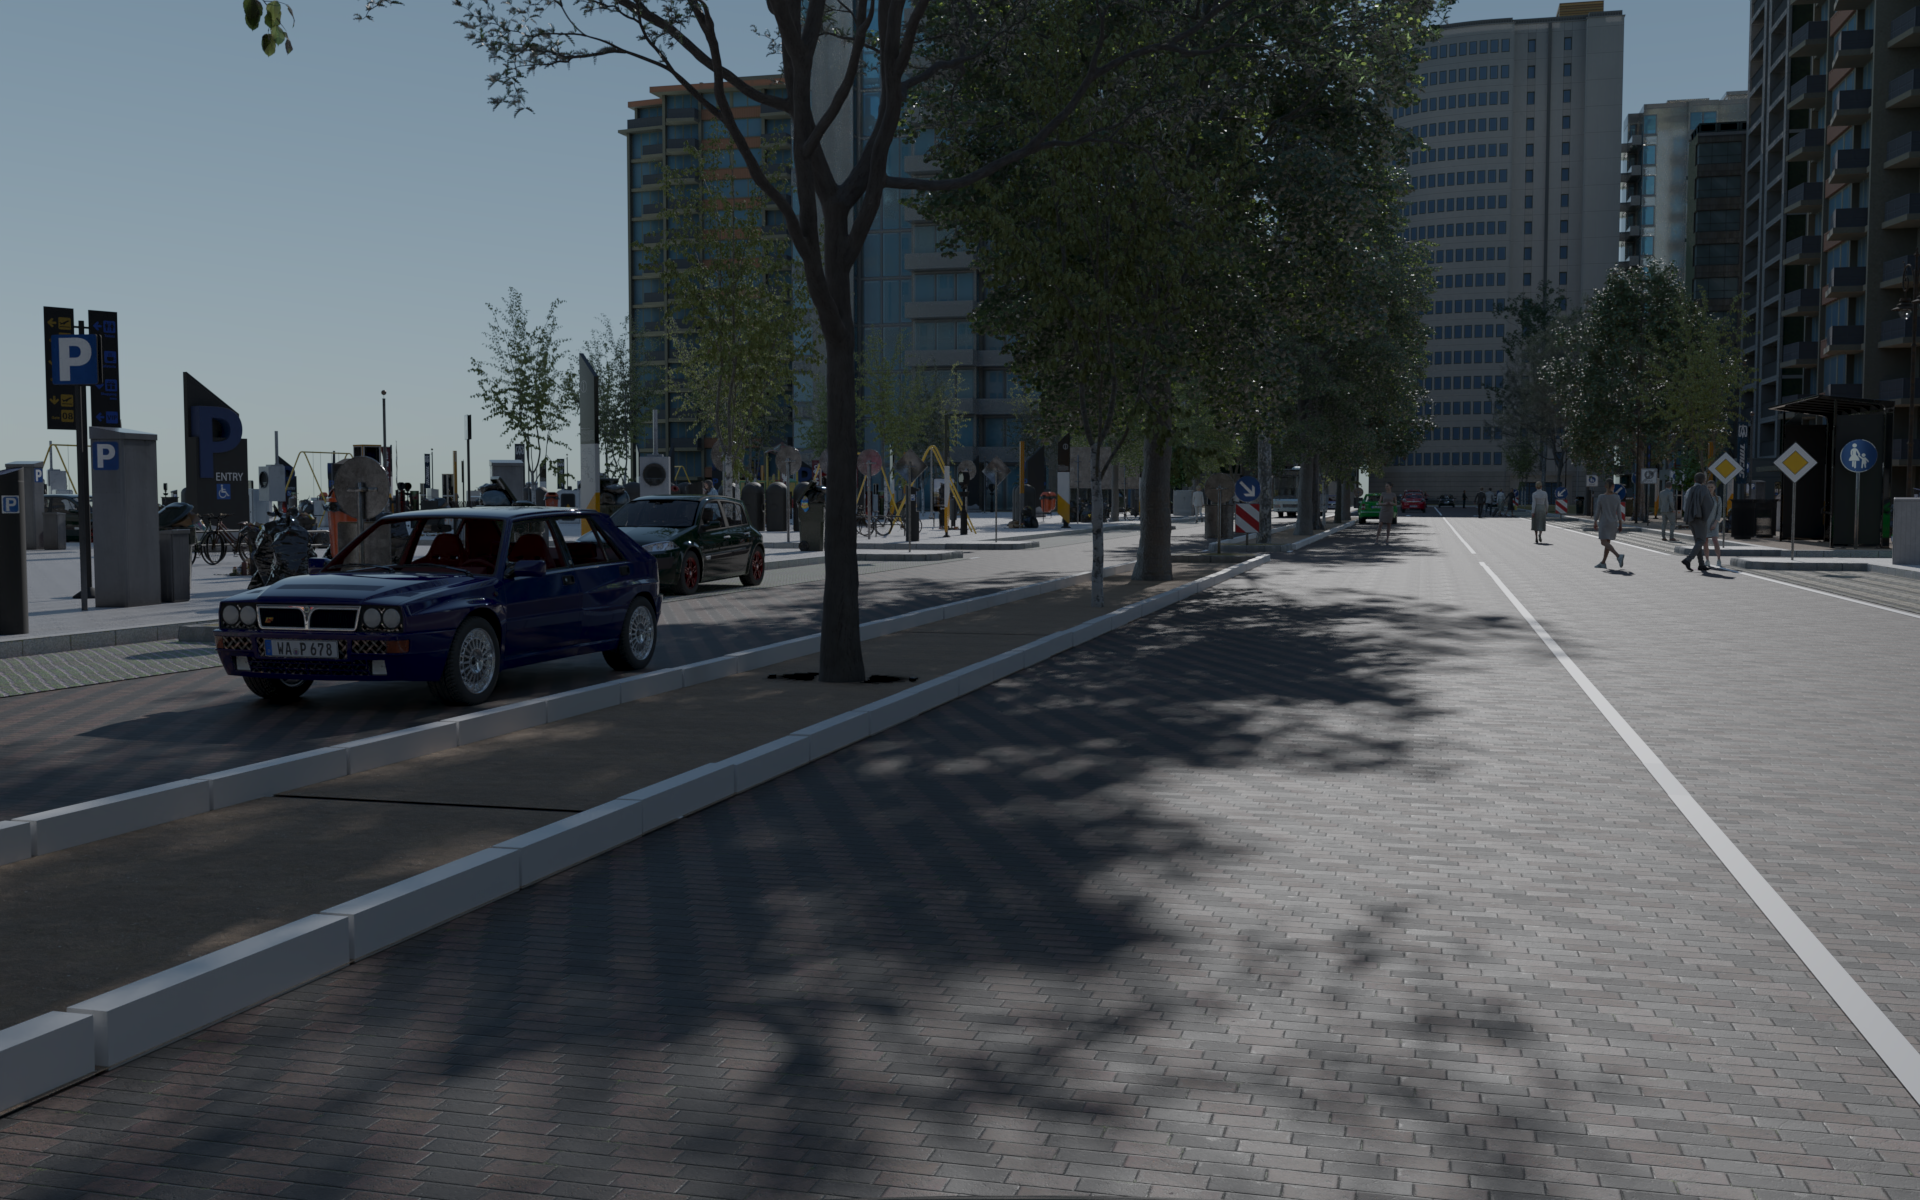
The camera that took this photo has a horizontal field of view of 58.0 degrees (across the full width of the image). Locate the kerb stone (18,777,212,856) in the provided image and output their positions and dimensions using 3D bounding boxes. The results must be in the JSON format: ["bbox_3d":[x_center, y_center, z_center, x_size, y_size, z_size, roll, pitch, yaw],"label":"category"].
[{"bbox_3d":[-3.555,0.911,7.302,0.120,0.150,1.000,1,4,15],"label":"kerb stone"}]

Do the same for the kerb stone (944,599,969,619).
[{"bbox_3d":[-0.104,0.124,20.174,0.120,0.150,1.000,1,4,15],"label":"kerb stone"}]

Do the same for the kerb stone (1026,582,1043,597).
[{"bbox_3d":[0.951,-0.119,24.136,0.120,0.150,1.000,1,4,15],"label":"kerb stone"}]

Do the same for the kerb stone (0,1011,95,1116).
[{"bbox_3d":[-2.322,1.125,3.803,0.120,0.150,1.000,1,4,15],"label":"kerb stone"}]

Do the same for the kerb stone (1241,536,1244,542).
[{"bbox_3d":[8.249,-1.787,51.406,0.120,0.150,1.000,1,4,15],"label":"kerb stone"}]

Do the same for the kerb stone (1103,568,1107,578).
[{"bbox_3d":[2.275,-0.417,29.092,0.120,0.150,1.000,1,4,15],"label":"kerb stone"}]

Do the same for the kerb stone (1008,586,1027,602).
[{"bbox_3d":[0.687,-0.058,23.143,0.120,0.150,1.000,1,4,15],"label":"kerb stone"}]

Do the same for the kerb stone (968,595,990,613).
[{"bbox_3d":[0.160,0.063,21.162,0.120,0.150,1.000,1,4,15],"label":"kerb stone"}]

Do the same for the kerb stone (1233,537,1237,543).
[{"bbox_3d":[7.714,-1.665,49.425,0.120,0.150,1.000,1,4,15],"label":"kerb stone"}]

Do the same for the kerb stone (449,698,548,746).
[{"bbox_3d":[-2.756,0.729,10.275,0.120,0.150,1.000,1,4,15],"label":"kerb stone"}]

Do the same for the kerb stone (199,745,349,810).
[{"bbox_3d":[-3.290,0.853,8.294,0.120,0.150,1.000,1,4,15],"label":"kerb stone"}]

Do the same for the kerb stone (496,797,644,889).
[{"bbox_3d":[-1.518,0.943,6.779,0.120,0.150,1.000,1,4,15],"label":"kerb stone"}]

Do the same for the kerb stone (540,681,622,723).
[{"bbox_3d":[-2.491,0.669,11.262,0.120,0.150,1.000,1,4,15],"label":"kerb stone"}]

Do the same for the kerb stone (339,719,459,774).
[{"bbox_3d":[-3.020,0.792,9.280,0.120,0.150,1.000,1,4,15],"label":"kerb stone"}]

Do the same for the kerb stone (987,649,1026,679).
[{"bbox_3d":[0.331,0.524,13.708,0.120,0.150,1.000,1,4,15],"label":"kerb stone"}]

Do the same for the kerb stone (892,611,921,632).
[{"bbox_3d":[-0.636,0.250,18.201,0.120,0.150,1.000,1,4,15],"label":"kerb stone"}]

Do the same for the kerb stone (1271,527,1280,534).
[{"bbox_3d":[11.695,-2.574,64.278,0.120,0.150,1.000,1,4,15],"label":"kerb stone"}]

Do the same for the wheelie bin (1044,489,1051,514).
[{"bbox_3d":[5.506,-6.323,111.282,0.980,1.594,0.693,1,4,20],"label":"wheelie bin"}]

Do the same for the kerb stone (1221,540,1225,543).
[{"bbox_3d":[6.927,-1.479,46.448,0.120,0.150,1.000,1,4,15],"label":"kerb stone"}]

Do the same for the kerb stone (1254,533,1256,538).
[{"bbox_3d":[9.304,-2.026,55.357,0.120,0.150,1.000,1,4,15],"label":"kerb stone"}]

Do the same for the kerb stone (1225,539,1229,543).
[{"bbox_3d":[7.193,-1.540,47.445,0.120,0.150,1.000,1,4,15],"label":"kerb stone"}]

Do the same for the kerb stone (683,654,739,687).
[{"bbox_3d":[-1.957,0.554,13.248,0.120,0.150,1.000,1,4,15],"label":"kerb stone"}]

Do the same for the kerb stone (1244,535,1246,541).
[{"bbox_3d":[8.514,-1.847,52.393,0.120,0.150,1.000,1,4,15],"label":"kerb stone"}]

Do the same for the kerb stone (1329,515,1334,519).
[{"bbox_3d":[21.756,-4.872,101.892,0.120,0.150,1.000,1,4,15],"label":"kerb stone"}]

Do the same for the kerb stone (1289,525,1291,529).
[{"bbox_3d":[13.023,-2.872,69.226,0.120,0.150,1.000,1,4,15],"label":"kerb stone"}]

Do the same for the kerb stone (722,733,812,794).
[{"bbox_3d":[-0.991,0.830,8.756,0.120,0.150,1.000,1,4,15],"label":"kerb stone"}]

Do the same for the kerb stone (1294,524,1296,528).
[{"bbox_3d":[13.815,-3.049,72.203,0.120,0.150,1.000,1,4,15],"label":"kerb stone"}]

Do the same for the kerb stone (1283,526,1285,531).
[{"bbox_3d":[12.219,-2.693,66.257,0.120,0.150,1.000,1,4,15],"label":"kerb stone"}]

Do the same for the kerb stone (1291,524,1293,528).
[{"bbox_3d":[13.283,-2.933,70.220,0.120,0.150,1.000,1,4,15],"label":"kerb stone"}]

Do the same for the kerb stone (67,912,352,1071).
[{"bbox_3d":[-2.044,1.064,4.796,0.120,0.150,1.000,1,4,15],"label":"kerb stone"}]

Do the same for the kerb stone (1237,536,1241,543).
[{"bbox_3d":[7.982,-1.726,50.412,0.120,0.150,1.000,1,4,15],"label":"kerb stone"}]

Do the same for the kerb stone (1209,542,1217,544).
[{"bbox_3d":[6.659,-1.423,45.459,0.120,0.150,1.000,1,4,15],"label":"kerb stone"}]

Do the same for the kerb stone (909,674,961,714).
[{"bbox_3d":[-0.198,0.642,11.727,0.120,0.150,1.000,1,4,15],"label":"kerb stone"}]

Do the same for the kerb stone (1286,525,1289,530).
[{"bbox_3d":[12.762,-2.816,68.229,0.120,0.150,1.000,1,4,15],"label":"kerb stone"}]

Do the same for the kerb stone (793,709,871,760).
[{"bbox_3d":[-0.726,0.763,9.752,0.120,0.150,1.000,1,4,15],"label":"kerb stone"}]

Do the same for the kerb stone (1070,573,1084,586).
[{"bbox_3d":[1.746,-0.301,27.117,0.120,0.150,1.000,1,4,15],"label":"kerb stone"}]

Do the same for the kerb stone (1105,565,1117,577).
[{"bbox_3d":[2.541,-0.482,30.078,0.120,0.150,1.000,1,4,15],"label":"kerb stone"}]

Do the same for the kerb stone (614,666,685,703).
[{"bbox_3d":[-2.229,0.608,12.258,0.120,0.150,1.000,1,4,15],"label":"kerb stone"}]

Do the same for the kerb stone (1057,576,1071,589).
[{"bbox_3d":[1.482,-0.239,26.120,0.120,0.150,1.000,1,4,15],"label":"kerb stone"}]

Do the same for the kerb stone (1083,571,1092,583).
[{"bbox_3d":[2.007,-0.361,28.105,0.120,0.150,1.000,1,4,15],"label":"kerb stone"}]

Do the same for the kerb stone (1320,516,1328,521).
[{"bbox_3d":[20.171,-4.511,95.951,0.120,0.150,1.000,1,4,15],"label":"kerb stone"}]

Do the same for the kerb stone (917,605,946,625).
[{"bbox_3d":[-0.378,0.184,19.190,0.120,0.150,1.000,1,4,15],"label":"kerb stone"}]

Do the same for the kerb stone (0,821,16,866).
[{"bbox_3d":[-3.821,0.972,6.307,0.120,0.150,1.000,1,4,15],"label":"kerb stone"}]

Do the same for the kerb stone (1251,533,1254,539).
[{"bbox_3d":[9.037,-1.966,54.371,0.120,0.150,1.000,1,4,15],"label":"kerb stone"}]

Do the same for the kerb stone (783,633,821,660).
[{"bbox_3d":[-1.436,0.426,15.231,0.120,0.150,1.000,1,4,15],"label":"kerb stone"}]

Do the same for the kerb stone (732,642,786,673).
[{"bbox_3d":[-1.691,0.486,14.242,0.120,0.150,1.000,1,4,15],"label":"kerb stone"}]

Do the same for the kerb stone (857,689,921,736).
[{"bbox_3d":[-0.454,0.701,10.737,0.120,0.150,1.000,1,4,15],"label":"kerb stone"}]

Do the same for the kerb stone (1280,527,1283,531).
[{"bbox_3d":[11.958,-2.634,65.266,0.120,0.150,1.000,1,4,15],"label":"kerb stone"}]

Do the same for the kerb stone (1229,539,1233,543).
[{"bbox_3d":[7.459,-1.603,48.435,0.120,0.150,1.000,1,4,15],"label":"kerb stone"}]

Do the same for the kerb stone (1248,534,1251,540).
[{"bbox_3d":[8.779,-1.907,53.381,0.120,0.150,1.000,1,4,15],"label":"kerb stone"}]

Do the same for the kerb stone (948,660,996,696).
[{"bbox_3d":[0.068,0.580,12.714,0.120,0.150,1.000,1,4,15],"label":"kerb stone"}]

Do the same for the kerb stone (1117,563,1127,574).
[{"bbox_3d":[2.812,-0.543,31.080,0.120,0.150,1.000,1,4,15],"label":"kerb stone"}]

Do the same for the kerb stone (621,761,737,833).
[{"bbox_3d":[-1.261,0.882,7.770,0.120,0.150,1.000,1,4,15],"label":"kerb stone"}]

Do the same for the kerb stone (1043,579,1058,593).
[{"bbox_3d":[1.217,-0.179,25.126,0.120,0.150,1.000,1,4,15],"label":"kerb stone"}]

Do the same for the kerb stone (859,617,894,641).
[{"bbox_3d":[-0.890,0.305,17.205,0.120,0.150,1.000,1,4,15],"label":"kerb stone"}]

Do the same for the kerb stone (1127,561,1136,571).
[{"bbox_3d":[3.074,-0.603,32.069,0.120,0.150,1.000,1,4,15],"label":"kerb stone"}]

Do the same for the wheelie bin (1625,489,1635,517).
[{"bbox_3d":[37.992,-5.554,98.718,0.980,1.594,0.693,1,4,13],"label":"wheelie bin"}]

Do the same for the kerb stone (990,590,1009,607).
[{"bbox_3d":[0.422,0.009,22.151,0.120,0.150,1.000,1,4,15],"label":"kerb stone"}]

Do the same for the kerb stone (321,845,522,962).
[{"bbox_3d":[-1.780,1.004,5.791,0.120,0.150,1.000,1,4,15],"label":"kerb stone"}]
